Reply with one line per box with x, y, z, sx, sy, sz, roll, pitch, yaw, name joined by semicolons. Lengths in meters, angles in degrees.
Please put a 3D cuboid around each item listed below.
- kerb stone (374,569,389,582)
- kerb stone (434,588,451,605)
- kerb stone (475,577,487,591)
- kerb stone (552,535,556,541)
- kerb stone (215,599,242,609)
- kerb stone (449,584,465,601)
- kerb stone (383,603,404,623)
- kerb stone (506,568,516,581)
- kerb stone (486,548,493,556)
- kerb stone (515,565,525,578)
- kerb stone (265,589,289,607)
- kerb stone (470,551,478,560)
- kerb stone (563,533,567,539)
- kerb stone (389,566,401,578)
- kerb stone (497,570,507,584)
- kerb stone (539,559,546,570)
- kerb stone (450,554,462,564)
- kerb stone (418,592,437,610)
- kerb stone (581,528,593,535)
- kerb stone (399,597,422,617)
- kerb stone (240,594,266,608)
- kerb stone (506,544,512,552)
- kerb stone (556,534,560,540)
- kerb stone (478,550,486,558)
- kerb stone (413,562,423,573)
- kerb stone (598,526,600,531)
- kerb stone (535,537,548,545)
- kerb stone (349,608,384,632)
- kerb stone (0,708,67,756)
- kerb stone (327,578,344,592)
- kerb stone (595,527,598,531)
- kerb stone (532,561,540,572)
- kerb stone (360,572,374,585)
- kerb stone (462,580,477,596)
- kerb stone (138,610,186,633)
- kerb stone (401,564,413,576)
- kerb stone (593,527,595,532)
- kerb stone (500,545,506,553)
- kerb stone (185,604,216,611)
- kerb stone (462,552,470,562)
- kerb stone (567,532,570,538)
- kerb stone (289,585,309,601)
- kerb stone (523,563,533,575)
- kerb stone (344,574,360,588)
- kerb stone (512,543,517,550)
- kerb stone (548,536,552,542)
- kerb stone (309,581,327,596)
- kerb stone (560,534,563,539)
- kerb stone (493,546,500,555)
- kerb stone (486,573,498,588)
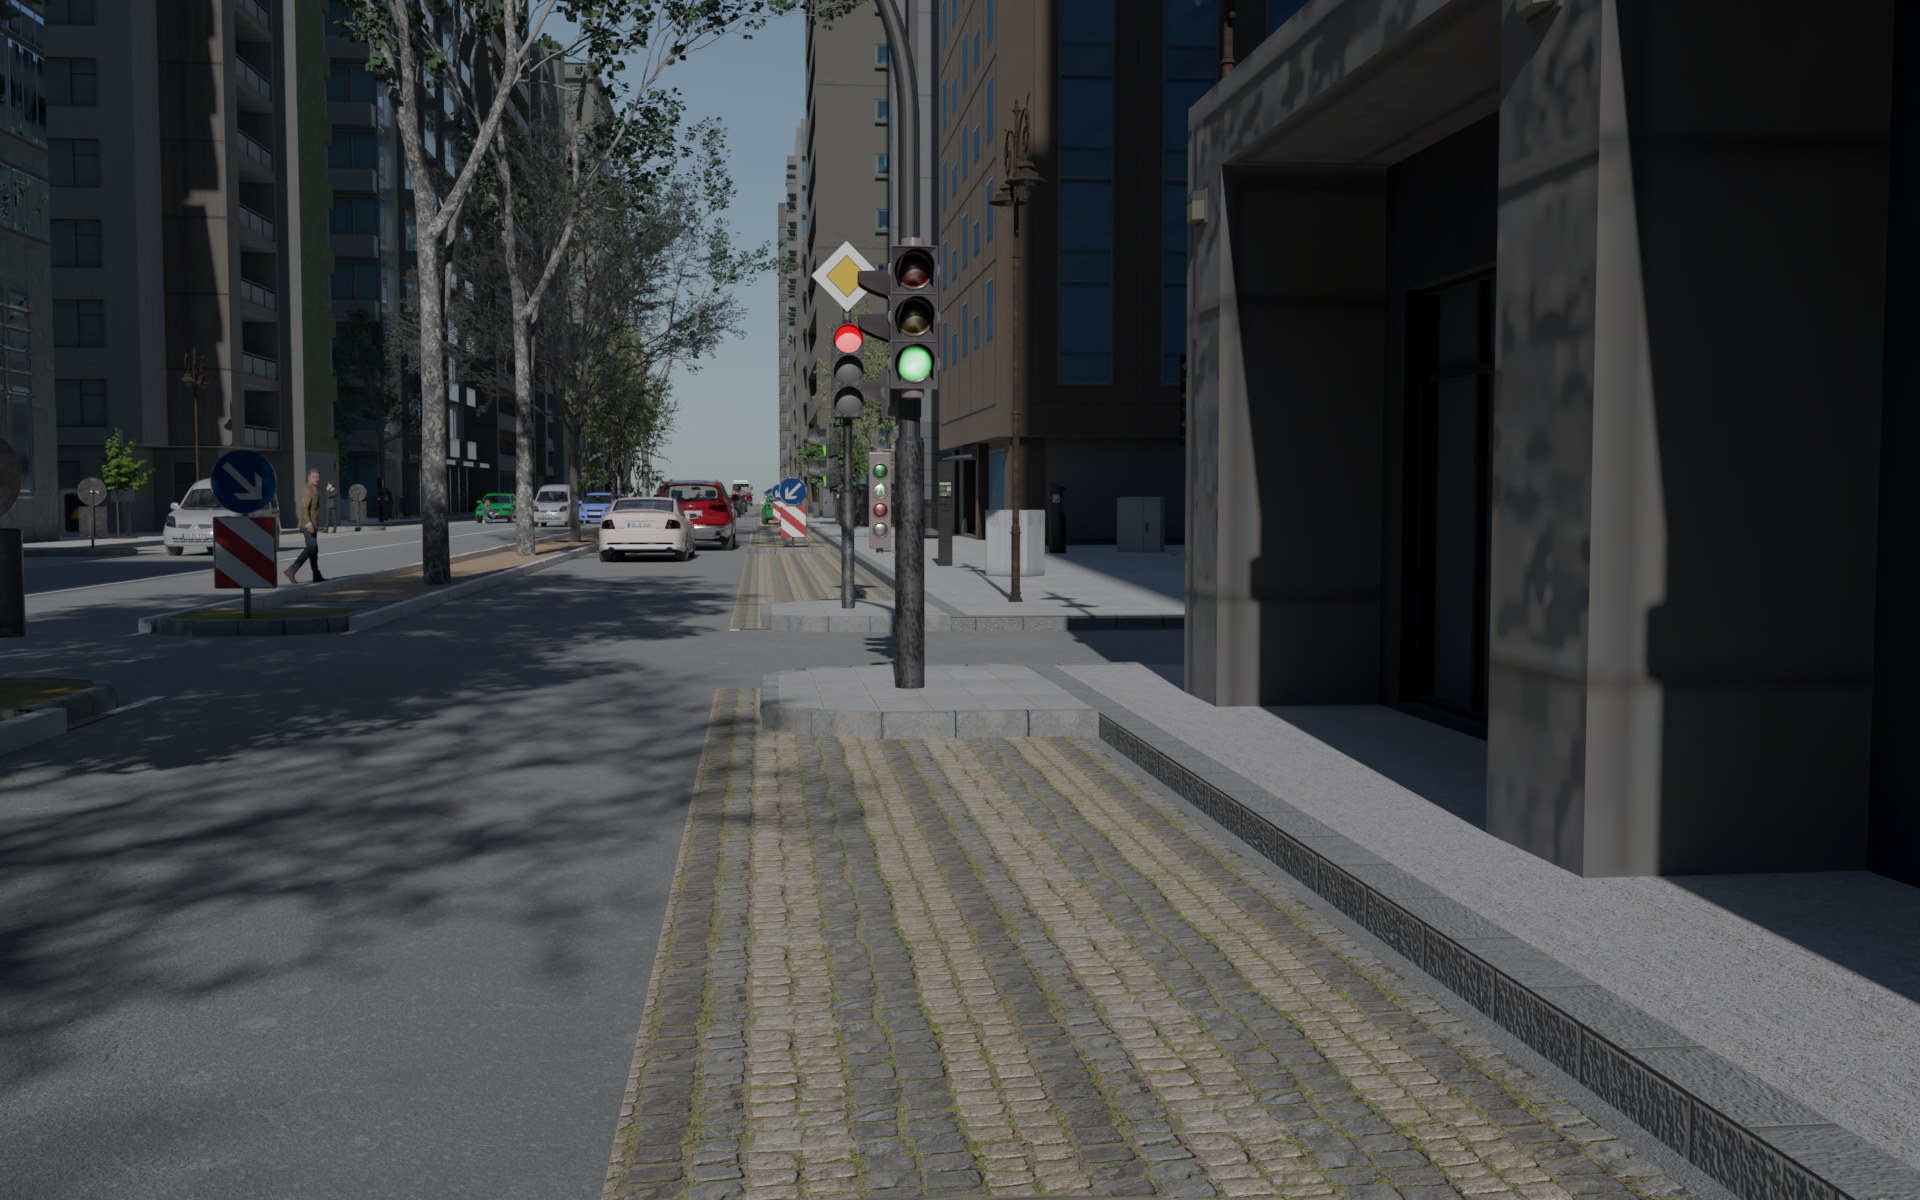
-9.616;-0.383;28.501;0.120;0.150;1.000;0;4;-7;kerb stone
-6.835;-0.026;22.613;0.120;0.150;1.000;0;4;-7;kerb stone
-7.183;-0.212;25.668;0.120;0.150;1.000;0;4;-7;kerb stone
-12.314;-1.821;51.962;0.120;0.150;1.000;0;4;-7;kerb stone
-8.677;0.113;20.352;0.120;0.150;1.000;0;4;-7;kerb stone
-6.942;-0.088;23.632;0.120;0.150;1.000;0;4;-7;kerb stone
-6.476;0.166;19.557;0.120;0.150;1.000;0;4;-7;kerb stone
-7.533;-0.400;28.729;0.120;0.150;1.000;0;4;-7;kerb stone
-10.908;-1.062;39.702;0.120;0.150;1.000;0;4;-7;kerb stone
-7.652;-0.460;29.747;0.120;0.150;1.000;0;4;-7;kerb stone
-8.911;-0.012;22.392;0.120;0.150;1.000;0;4;-7;kerb stone
-10.676;-0.946;37.662;0.120;0.150;1.000;0;4;-7;kerb stone
-12.672;-2.007;55.010;0.120;0.150;1.000;0;4;-7;kerb stone
-9.739;-0.447;29.528;0.120;0.150;1.000;0;4;-7;kerb stone
-7.415;-0.336;27.704;0.120;0.150;1.000;0;4;-7;kerb stone
-8.009;-0.649;32.815;0.120;0.150;1.000;0;4;-7;kerb stone
-10.440;-0.822;35.630;0.120;0.150;1.000;0;4;-7;kerb stone
-6.710;0.037;21.595;0.120;0.150;1.000;0;4;-7;kerb stone
-13.602;-2.505;63.157;0.120;0.150;1.000;0;4;-7;kerb stone
-6.586;0.099;20.573;0.120;0.150;1.000;0;4;-7;kerb stone
-8.799;0.052;21.370;0.120;0.150;1.000;0;4;-7;kerb stone
-11.268;-1.258;42.769;0.120;0.150;1.000;0;4;-7;kerb stone
-12.430;-1.883;52.980;0.120;0.150;1.000;0;4;-7;kerb stone
-10.791;-1.008;38.678;0.120;0.150;1.000;0;4;-7;kerb stone
-9.966;-0.570;31.567;0.120;0.150;1.000;0;4;-7;kerb stone
-13.964;-2.692;66.209;0.120;0.150;1.000;0;4;-7;kerb stone
-12.085;-1.694;49.927;0.120;0.150;1.000;0;4;-7;kerb stone
-6.361;0.224;18.541;0.120;0.150;1.000;0;4;-7;kerb stone
-5.363;0.753;9.892;0.120;0.150;1.000;0;4;-7;kerb stone
-9.275;-0.199;25.448;0.120;0.150;1.000;0;4;-7;kerb stone
-13.848;-2.630;65.193;0.120;0.150;1.000;0;4;-7;kerb stone
-7.885;-0.587;31.800;0.120;0.150;1.000;0;4;-7;kerb stone
-9.507;-0.323;27.484;0.120;0.150;1.000;0;4;-7;kerb stone
-7.062;-0.150;24.652;0.120;0.150;1.000;0;4;-7;kerb stone
-8.446;0.237;18.315;0.120;0.150;1.000;0;4;-7;kerb stone
-9.849;-0.511;30.551;0.120;0.150;1.000;0;4;-7;kerb stone
-13.728;-2.568;64.179;0.120;0.150;1.000;0;4;-7;kerb stone
-11.141;-1.195;41.739;0.120;0.150;1.000;0;4;-7;kerb stone
-8.558;0.175;19.336;0.120;0.150;1.000;0;4;-7;kerb stone
-10.560;-0.877;36.648;0.120;0.150;1.000;0;4;-7;kerb stone
-12.789;-2.064;56.026;0.120;0.150;1.000;0;4;-7;kerb stone
-9.033;-0.074;23.412;0.120;0.150;1.000;0;4;-7;kerb stone
-7.768;-0.525;30.779;0.120;0.150;1.000;0;4;-7;kerb stone
-9.384;-0.261;26.464;0.120;0.150;1.000;0;4;-7;kerb stone
-11.378;-1.321;43.796;0.120;0.150;1.000;0;4;-7;kerb stone
-12.201;-1.750;50.947;0.120;0.150;1.000;0;4;-7;kerb stone
-9.149;-0.133;24.434;0.120;0.150;1.000;0;4;-7;kerb stone
-12.559;-1.943;53.994;0.120;0.150;1.000;0;4;-7;kerb stone
-11.020;-1.126;40.718;0.120;0.150;1.000;0;4;-7;kerb stone
-7.291;-0.275;26.685;0.120;0.150;1.000;0;4;-7;kerb stone
